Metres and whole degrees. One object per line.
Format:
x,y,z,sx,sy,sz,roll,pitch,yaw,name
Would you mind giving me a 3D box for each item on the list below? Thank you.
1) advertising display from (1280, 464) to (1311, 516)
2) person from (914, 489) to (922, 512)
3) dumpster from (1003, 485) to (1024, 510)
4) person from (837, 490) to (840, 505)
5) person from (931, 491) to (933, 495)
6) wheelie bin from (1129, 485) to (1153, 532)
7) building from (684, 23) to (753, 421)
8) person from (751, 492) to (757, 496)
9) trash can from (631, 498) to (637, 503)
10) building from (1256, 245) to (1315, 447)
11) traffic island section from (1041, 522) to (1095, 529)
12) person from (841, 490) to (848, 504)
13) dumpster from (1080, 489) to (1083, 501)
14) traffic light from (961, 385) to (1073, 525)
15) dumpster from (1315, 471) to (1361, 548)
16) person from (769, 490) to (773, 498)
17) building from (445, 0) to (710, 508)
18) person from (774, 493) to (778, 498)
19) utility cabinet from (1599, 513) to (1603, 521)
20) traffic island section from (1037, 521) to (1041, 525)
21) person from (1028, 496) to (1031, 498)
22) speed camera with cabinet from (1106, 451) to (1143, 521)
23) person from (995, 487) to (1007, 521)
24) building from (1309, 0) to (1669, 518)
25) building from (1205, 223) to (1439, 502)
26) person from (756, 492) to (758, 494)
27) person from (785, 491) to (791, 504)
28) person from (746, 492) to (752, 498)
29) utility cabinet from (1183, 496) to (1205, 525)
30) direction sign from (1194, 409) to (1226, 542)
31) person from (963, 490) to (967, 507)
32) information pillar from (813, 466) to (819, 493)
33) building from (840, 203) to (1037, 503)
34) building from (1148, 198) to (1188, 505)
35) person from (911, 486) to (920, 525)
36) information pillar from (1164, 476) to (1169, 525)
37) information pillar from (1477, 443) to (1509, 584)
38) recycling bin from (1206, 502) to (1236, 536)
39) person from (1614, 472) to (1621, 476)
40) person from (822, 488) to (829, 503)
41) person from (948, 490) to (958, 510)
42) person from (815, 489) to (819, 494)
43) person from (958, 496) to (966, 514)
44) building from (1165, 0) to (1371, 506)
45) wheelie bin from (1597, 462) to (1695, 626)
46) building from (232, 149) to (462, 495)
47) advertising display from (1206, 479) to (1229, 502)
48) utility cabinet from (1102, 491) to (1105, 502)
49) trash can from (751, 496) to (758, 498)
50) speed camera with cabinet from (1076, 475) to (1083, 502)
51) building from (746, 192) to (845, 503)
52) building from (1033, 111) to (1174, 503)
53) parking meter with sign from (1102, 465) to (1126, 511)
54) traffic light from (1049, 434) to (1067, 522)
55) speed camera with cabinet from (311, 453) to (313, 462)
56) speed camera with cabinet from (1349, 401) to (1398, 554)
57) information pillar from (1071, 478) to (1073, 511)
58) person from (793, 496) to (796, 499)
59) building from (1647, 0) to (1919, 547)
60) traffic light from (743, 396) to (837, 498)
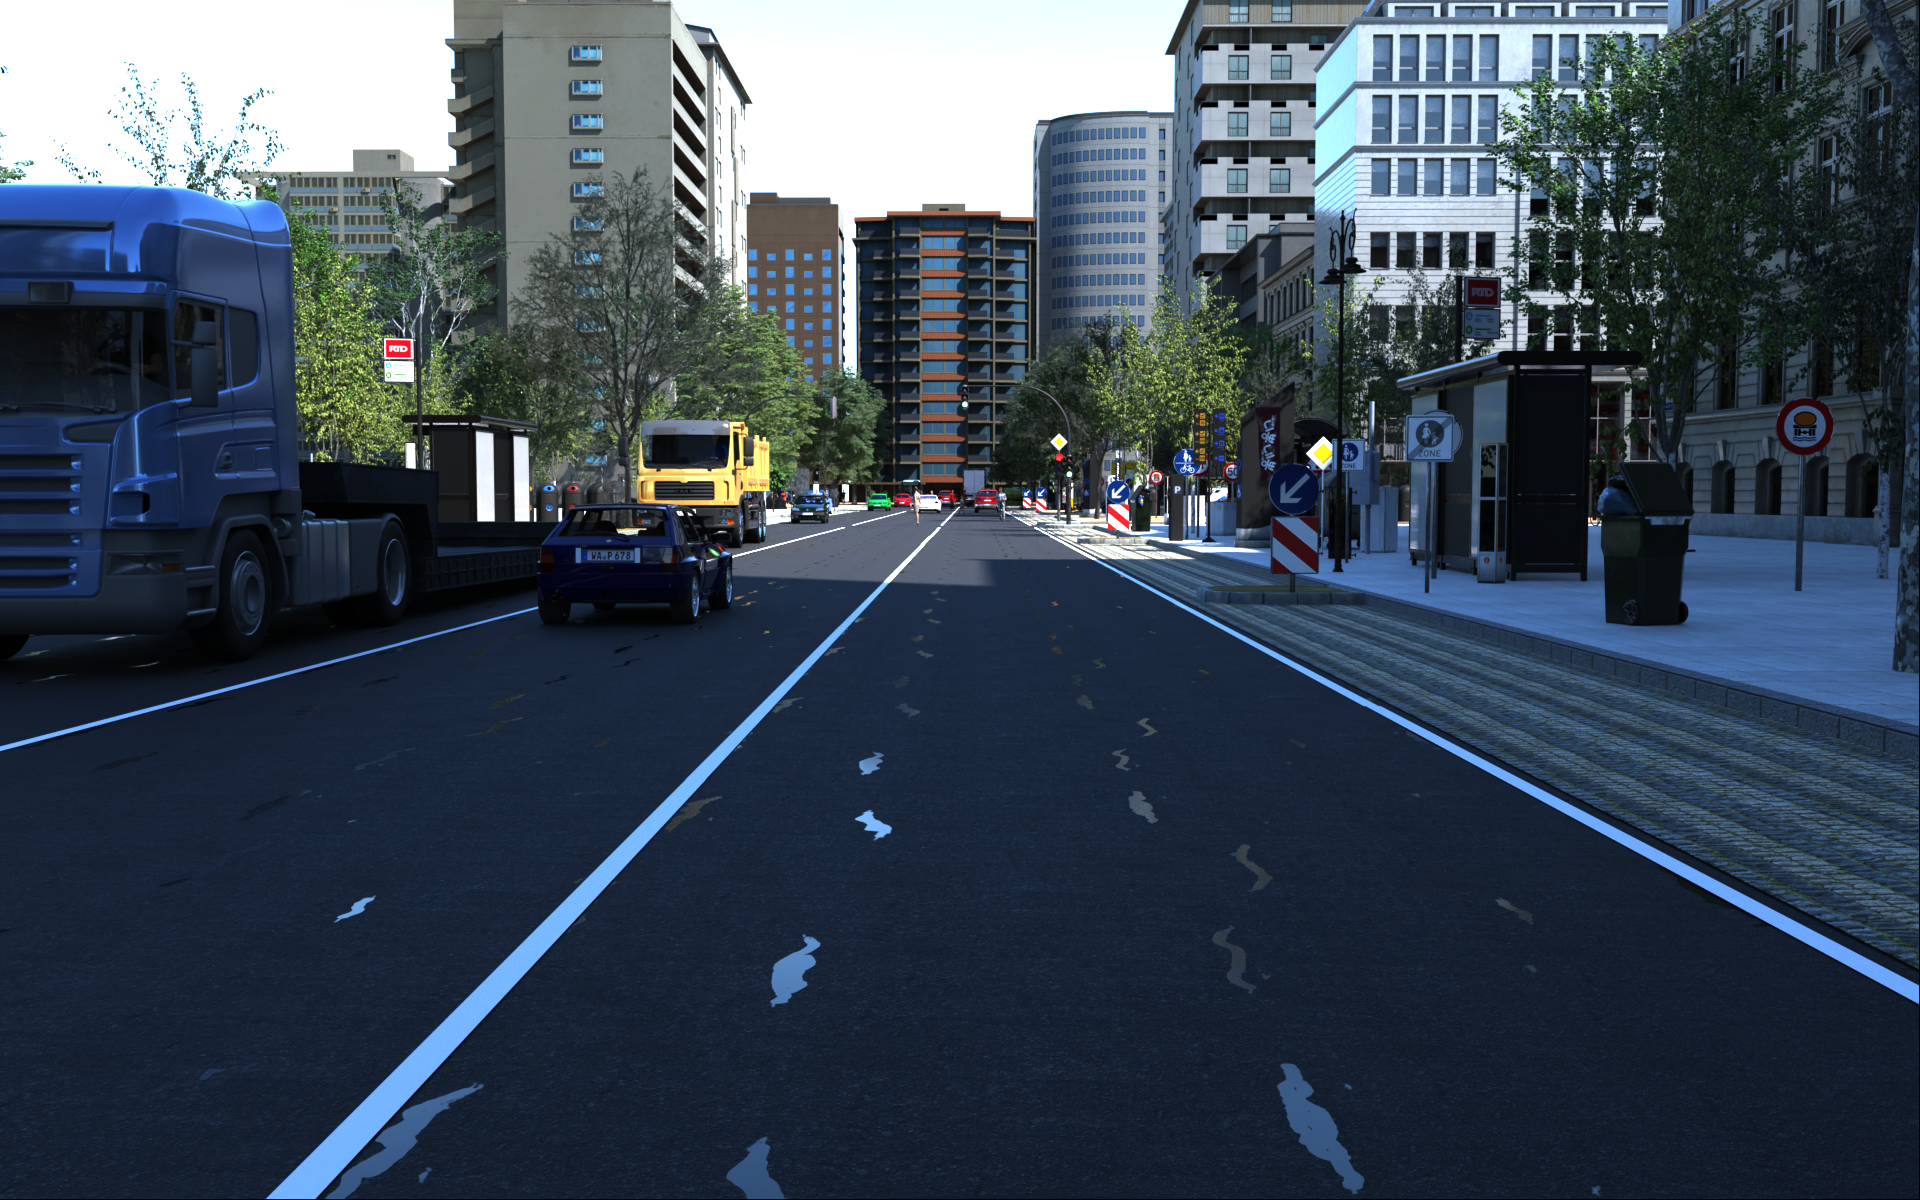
7.166,-1.943,36.985,0.974,1.923,0.123,-3,5,-45,advertising display
-3.332,-7.970,138.898,0.778,1.811,0.616,-2,4,-30,person
4.925,-9.434,159.196,1.985,2.255,1.502,0,4,-1,dumpster
-14.181,-11.790,199.333,0.750,1.759,0.617,0,4,0,person
-2.776,-9.634,166.571,0.434,1.755,0.990,-1,4,-12,person
6.213,-3.145,59.321,0.693,1.594,0.980,-1,4,-12,wheelie bin
-39.544,-37.499,202.344,27.495,52.752,28.713,0,4,0,building
-20.172,-9.968,169.555,0.617,1.759,0.750,0,4,-5,person
-12.709,-3.461,68.244,0.748,1.137,0.748,0,3,0,trash can
26.547,-15.336,115.365,10.561,19.102,19.286,0,4,0,building
4.555,-3.068,72.449,2.009,0.180,2.903,0,4,0,traffic island section
-15.593,-13.849,232.111,1.348,1.869,0.705,1,4,22,person
9.720,-7.620,130.344,1.264,1.857,1.865,0,4,0,dumpster
2.422,-5.966,72.208,4.771,5.953,1.251,0,4,0,traffic light
9.057,-2.128,40.545,1.264,1.857,1.865,0,4,1,dumpster
-19.886,-10.795,182.536,0.705,1.824,1.348,-1,4,-22,person
-36.310,-33.160,165.871,21.300,48.544,21.600,0,4,0,building
-18.681,-10.203,176.100,0.421,1.427,0.697,2,4,31,person
31.371,-4.427,83.544,0.306,1.237,1.020,-2,4,-34,utility cabinet
4.610,-3.557,80.434,2.009,0.180,2.903,0,4,0,traffic island section
7.409,-11.224,189.650,0.705,1.812,1.348,-2,4,-23,person
7.602,-5.257,80.293,0.660,3.252,2.038,-2,4,-34,speed camera with cabinet
2.148,-5.045,91.178,0.606,1.804,0.583,0,4,4,person
35.817,-19.587,97.744,29.804,29.767,11.434,0,4,0,building
28.816,-19.652,140.372,14.314,24.678,30.058,0,4,0,building
-22.073,-11.002,186.642,0.721,1.735,1.217,3,5,39,person
-22.275,-13.244,222.562,1.348,1.826,0.705,2,4,24,person
-10.410,-4.662,84.745,0.654,1.822,0.581,0,4,5,person
9.608,-3.682,71.369,1.020,1.237,0.306,-2,4,-32,utility cabinet
6.624,-3.304,46.014,0.876,3.537,0.379,-1,4,-12,direction sign
0.561,-10.926,186.772,0.705,1.869,1.348,1,4,10,person
-12.088,-9.433,145.590,0.504,3.616,0.183,-2,4,-33,information pillar
-3.098,-37.236,263.439,28.867,44.769,22.147,0,4,0,building
37.072,-31.387,205.054,32.217,40.220,23.993,0,4,0,building
-2.042,-4.356,80.066,0.374,1.781,0.599,2,4,24,person
8.695,-4.132,72.049,0.304,2.012,0.304,-1,4,-17,information pillar
7.657,-1.248,24.902,0.304,2.012,0.304,3,5,44,information pillar
8.099,-2.511,53.616,0.722,1.027,0.722,-3,5,-43,recycling bin
18.494,-2.641,48.581,0.474,1.900,0.648,0,4,2,person
-8.792,-6.416,113.212,0.447,1.846,0.655,-1,4,-20,person
-0.696,-9.151,158.049,0.705,1.831,1.348,3,4,38,person
-9.750,-6.689,118.421,0.519,1.759,0.362,-2,4,-28,person
0.125,-6.728,122.776,0.640,1.303,0.475,-3,5,-40,person
36.882,-36.056,178.748,28.713,52.752,27.495,0,4,0,building
6.728,-0.563,17.113,0.980,1.594,0.693,-1,4,-21,wheelie bin
-65.905,-31.158,201.317,23.993,40.220,32.217,0,4,0,building
10.798,-4.130,72.738,0.974,1.923,0.123,-1,4,-13,advertising display
9.112,-6.596,116.521,1.173,1.500,0.318,-1,4,-12,utility cabinet
-13.615,-6.381,115.978,0.748,1.137,0.748,0,3,0,trash can
11.276,-9.713,153.137,2.038,3.252,0.660,1,4,11,speed camera with cabinet
-24.709,-37.268,259.440,14.200,45.320,14.600,0,4,0,building
25.440,-44.078,262.678,28.212,58.520,21.231,0,4,0,building
9.108,-6.615,104.410,1.738,3.016,0.543,0,4,-2,parking meter with sign
4.570,-5.590,80.320,0.839,4.253,0.868,0,4,0,traffic light
-31.880,-5.472,83.809,0.660,3.252,2.038,3,5,39,speed camera with cabinet
8.979,-2.653,37.715,0.660,3.252,2.038,2,4,31,speed camera with cabinet
8.284,-8.446,129.443,0.183,3.616,0.504,3,5,44,information pillar
-17.349,-10.648,183.324,0.628,1.438,0.799,-1,4,-17,person
28.031,-13.498,39.769,14.460,24.649,34.723,0,4,0,building
-8.099,-6.468,80.426,4.771,5.953,1.251,0,4,0,traffic light
